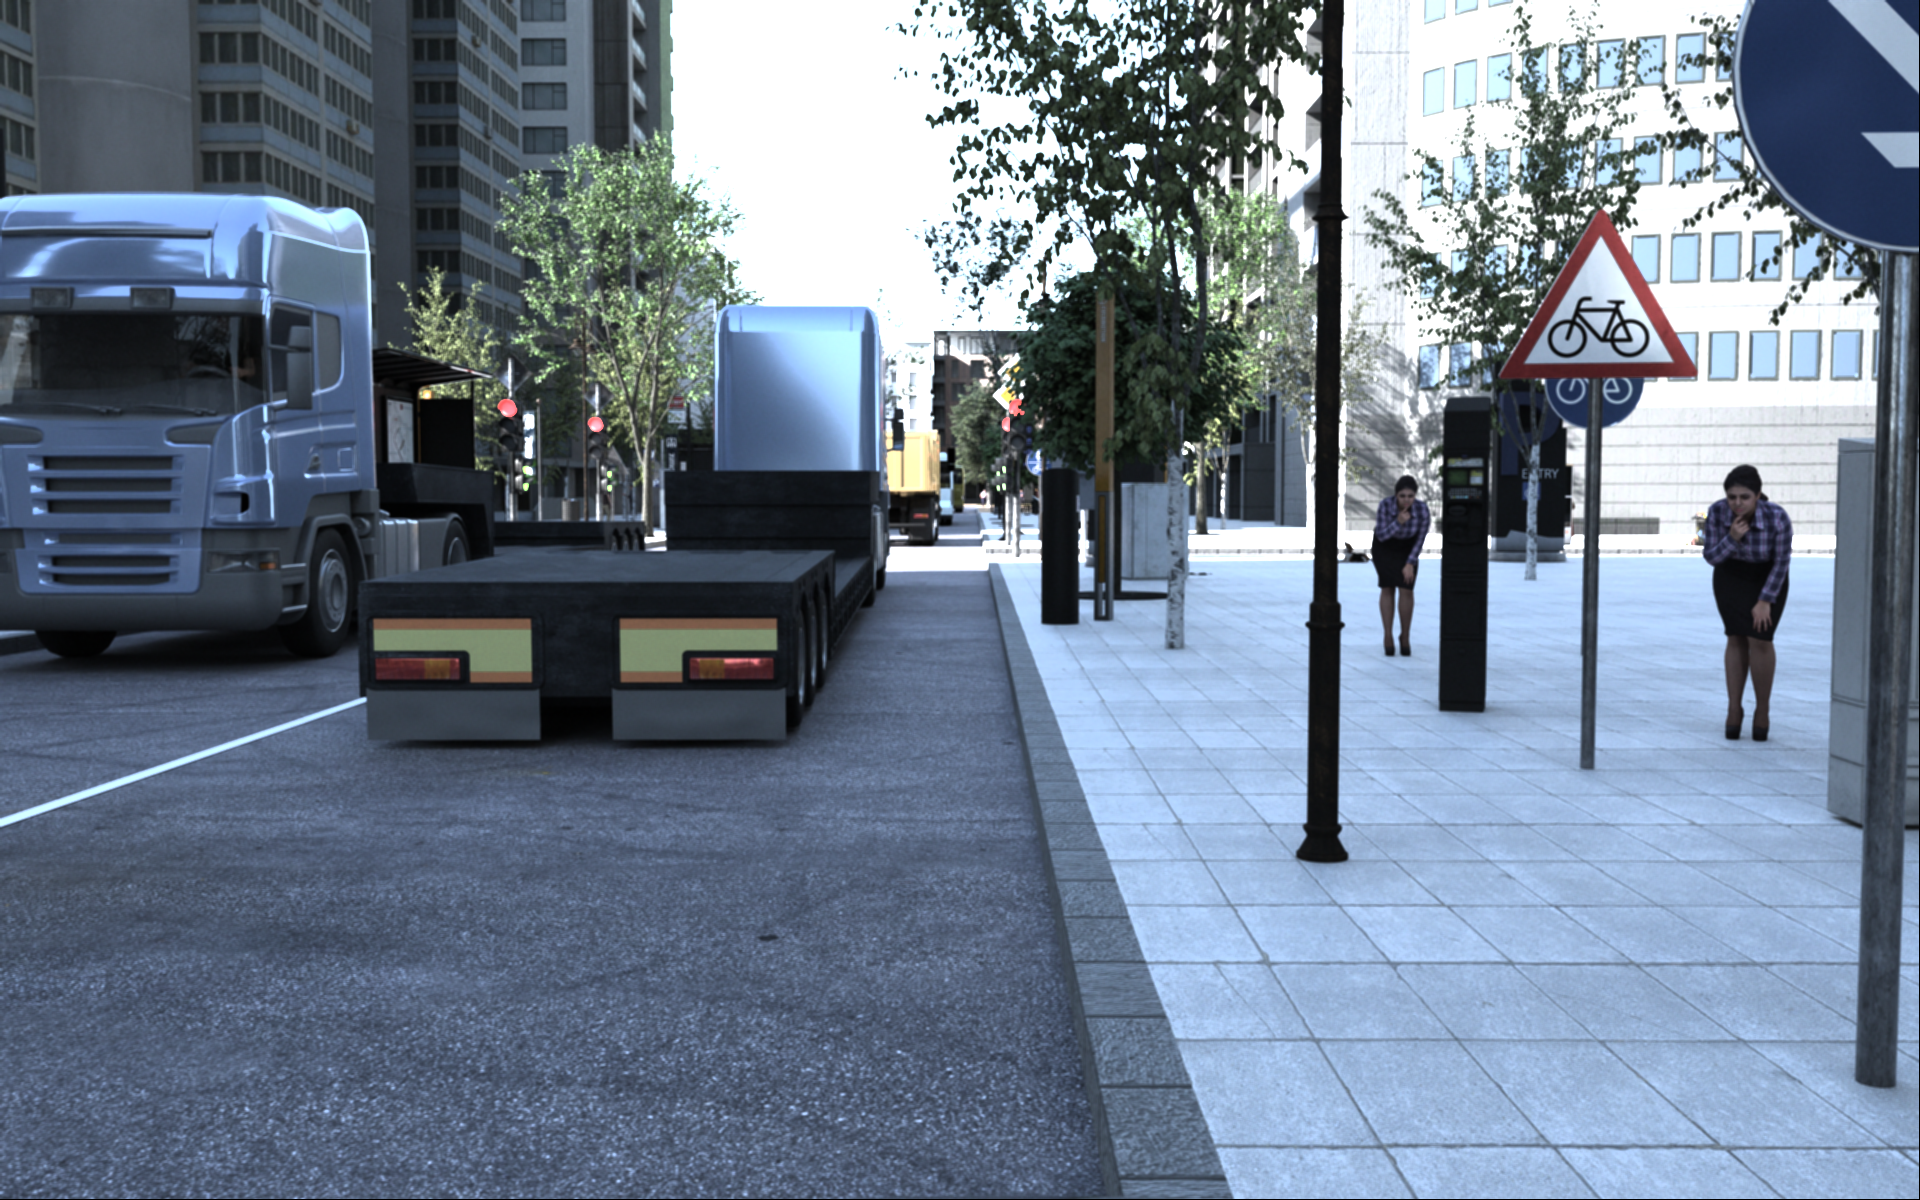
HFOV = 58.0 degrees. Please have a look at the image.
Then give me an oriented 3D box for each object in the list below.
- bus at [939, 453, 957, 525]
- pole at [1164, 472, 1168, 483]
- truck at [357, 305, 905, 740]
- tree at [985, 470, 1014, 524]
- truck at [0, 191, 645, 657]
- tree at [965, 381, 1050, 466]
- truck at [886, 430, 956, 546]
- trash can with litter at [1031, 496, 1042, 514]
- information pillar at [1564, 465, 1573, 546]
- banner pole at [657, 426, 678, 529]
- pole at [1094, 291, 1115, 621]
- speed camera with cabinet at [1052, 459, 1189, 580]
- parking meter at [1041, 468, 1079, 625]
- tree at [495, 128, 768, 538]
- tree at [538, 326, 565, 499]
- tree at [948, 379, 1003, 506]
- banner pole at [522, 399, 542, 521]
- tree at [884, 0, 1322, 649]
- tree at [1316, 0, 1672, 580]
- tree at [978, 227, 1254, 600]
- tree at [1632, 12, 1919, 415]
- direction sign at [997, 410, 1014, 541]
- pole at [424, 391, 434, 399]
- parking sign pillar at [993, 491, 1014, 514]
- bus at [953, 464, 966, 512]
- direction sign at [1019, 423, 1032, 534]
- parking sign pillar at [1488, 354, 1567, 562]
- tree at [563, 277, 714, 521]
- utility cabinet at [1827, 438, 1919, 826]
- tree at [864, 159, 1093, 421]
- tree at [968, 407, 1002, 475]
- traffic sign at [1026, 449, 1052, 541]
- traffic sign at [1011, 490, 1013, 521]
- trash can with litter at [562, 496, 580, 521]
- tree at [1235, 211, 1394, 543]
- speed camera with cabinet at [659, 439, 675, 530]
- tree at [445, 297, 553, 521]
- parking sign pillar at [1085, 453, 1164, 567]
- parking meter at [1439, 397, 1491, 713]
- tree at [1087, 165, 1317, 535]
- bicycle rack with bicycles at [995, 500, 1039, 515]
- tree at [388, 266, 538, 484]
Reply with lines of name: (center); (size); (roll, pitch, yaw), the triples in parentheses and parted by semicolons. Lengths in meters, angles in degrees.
bus: (-1.603, -5.411, 83.326); (2.948, 3.499, 13.247); (0, 4, 0)
pole: (3.765, -2.335, 32.023); (0.158, 3.312, 0.155); (0, 3, 0)
truck: (-2.255, -1.784, 18.923); (2.967, 4.110, 18.799); (0, 4, -1)
tree: (1.994, -4.942, 75.396); (1.663, 3.219, 1.824); (0, 3, 0)
truck: (-6.815, -1.983, 22.173); (2.967, 4.110, 18.799); (0, 4, -1)
tree: (3.808, -11.483, 122.151); (7.601, 10.594, 8.767); (0, 4, 5)
truck: (-1.924, -3.373, 51.074); (3.469, 3.379, 9.791); (0, 4, 1)
trash can with litter: (5.037, -6.064, 110.532); (1.055, 1.170, 0.624); (2, 4, 28)
information pillar: (15.072, -2.371, 43.259); (0.304, 2.012, 0.304); (-1, 4, -22)
banner pole: (-10.727, -4.499, 63.582); (0.863, 3.779, 0.401); (1, 4, 11)
pole: (1.462, -1.448, 17.517); (0.158, 3.312, 0.155); (0, 3, 0)
speed camera with cabinet: (2.406, -1.932, 25.927); (2.038, 3.252, 0.660); (-1, 4, -20)
parking meter: (0.993, -0.534, 17.137); (0.372, 1.533, 0.369); (0, 3, 0)
tree: (-9.314, -7.639, 50.648); (9.928, 11.665, 9.643); (0, 3, 0)
tree: (-17.076, -7.552, 73.834); (4.737, 8.622, 4.395); (0, 3, 0)
tree: (3.338, -17.357, 190.435); (9.857, 13.997, 8.962); (0, 3, 0)
banner pole: (-11.249, -3.405, 45.688); (0.863, 3.779, 0.401); (2, 4, 29)
tree: (1.547, -3.899, 14.115); (4.737, 8.622, 4.395); (0, 3, 0)
tree: (8.421, -4.615, 25.823); (4.737, 8.622, 4.395); (0, 3, 0)
tree: (1.881, -2.313, 21.539); (4.285, 4.588, 4.351); (0, 3, 0)
tree: (8.726, -4.013, 15.975); (4.360, 8.622, 3.978); (0, 3, 0)
direction sign: (1.207, -3.366, 47.033); (0.379, 3.537, 0.876); (1, 4, 10)
pole: (-10.494, -2.476, 34.323); (0.158, 3.312, 0.155); (0, 3, 0)
parking sign pillar: (2.815, -7.399, 109.444); (1.447, 3.967, 1.447); (-1, 4, -21)
bus: (-0.947, -8.939, 137.696); (2.896, 3.916, 12.252); (0, 3, 0)
direction sign: (1.888, -3.868, 55.241); (0.876, 3.537, 0.379); (-1, 4, -19)
parking sign pillar: (10.859, -2.727, 33.065); (1.447, 3.967, 1.447); (0, 4, 2)
tree: (-10.664, -6.580, 57.952); (4.737, 8.622, 4.395); (0, 3, 0)
utility cabinet: (4.028, 0.123, 6.664); (1.173, 1.500, 0.318); (0, 4, 3)
tree: (3.506, -14.828, 98.321); (12.611, 20.169, 13.585); (0, 3, 0)
tree: (2.681, -11.952, 145.783); (4.360, 8.622, 3.978); (0, 3, 0)
traffic sign: (2.211, -2.917, 47.792); (0.768, 2.556, 0.104); (0, 4, 2)
traffic sign: (2.453, -4.979, 81.513); (0.768, 2.556, 0.104); (0, 4, 5)
trash can with litter: (-11.976, -2.474, 51.507); (2.233, 1.210, 1.678); (-1, 4, -13)
tree: (9.157, -5.786, 44.963); (4.360, 8.622, 3.978); (0, 3, 0)
speed camera with cabinet: (-10.467, -4.145, 62.099); (0.660, 3.252, 2.038); (-1, 4, -9)
tree: (-16.989, -6.948, 63.956); (4.360, 8.622, 3.978); (0, 3, 0)
parking sign pillar: (2.936, -2.577, 30.603); (1.447, 3.967, 1.447); (2, 4, 32)
parking meter: (2.999, -0.280, 10.284); (0.255, 1.863, 0.399); (1, 4, 19)
tree: (7.452, -7.860, 54.274); (9.928, 11.665, 9.643); (0, 3, 0)
bicycle rack with bicycles: (3.577, -5.600, 104.934); (2.925, 0.926, 2.852); (-2, 4, -34)
tree: (-16.233, -6.439, 55.639); (4.737, 8.622, 4.395); (0, 3, 0)
